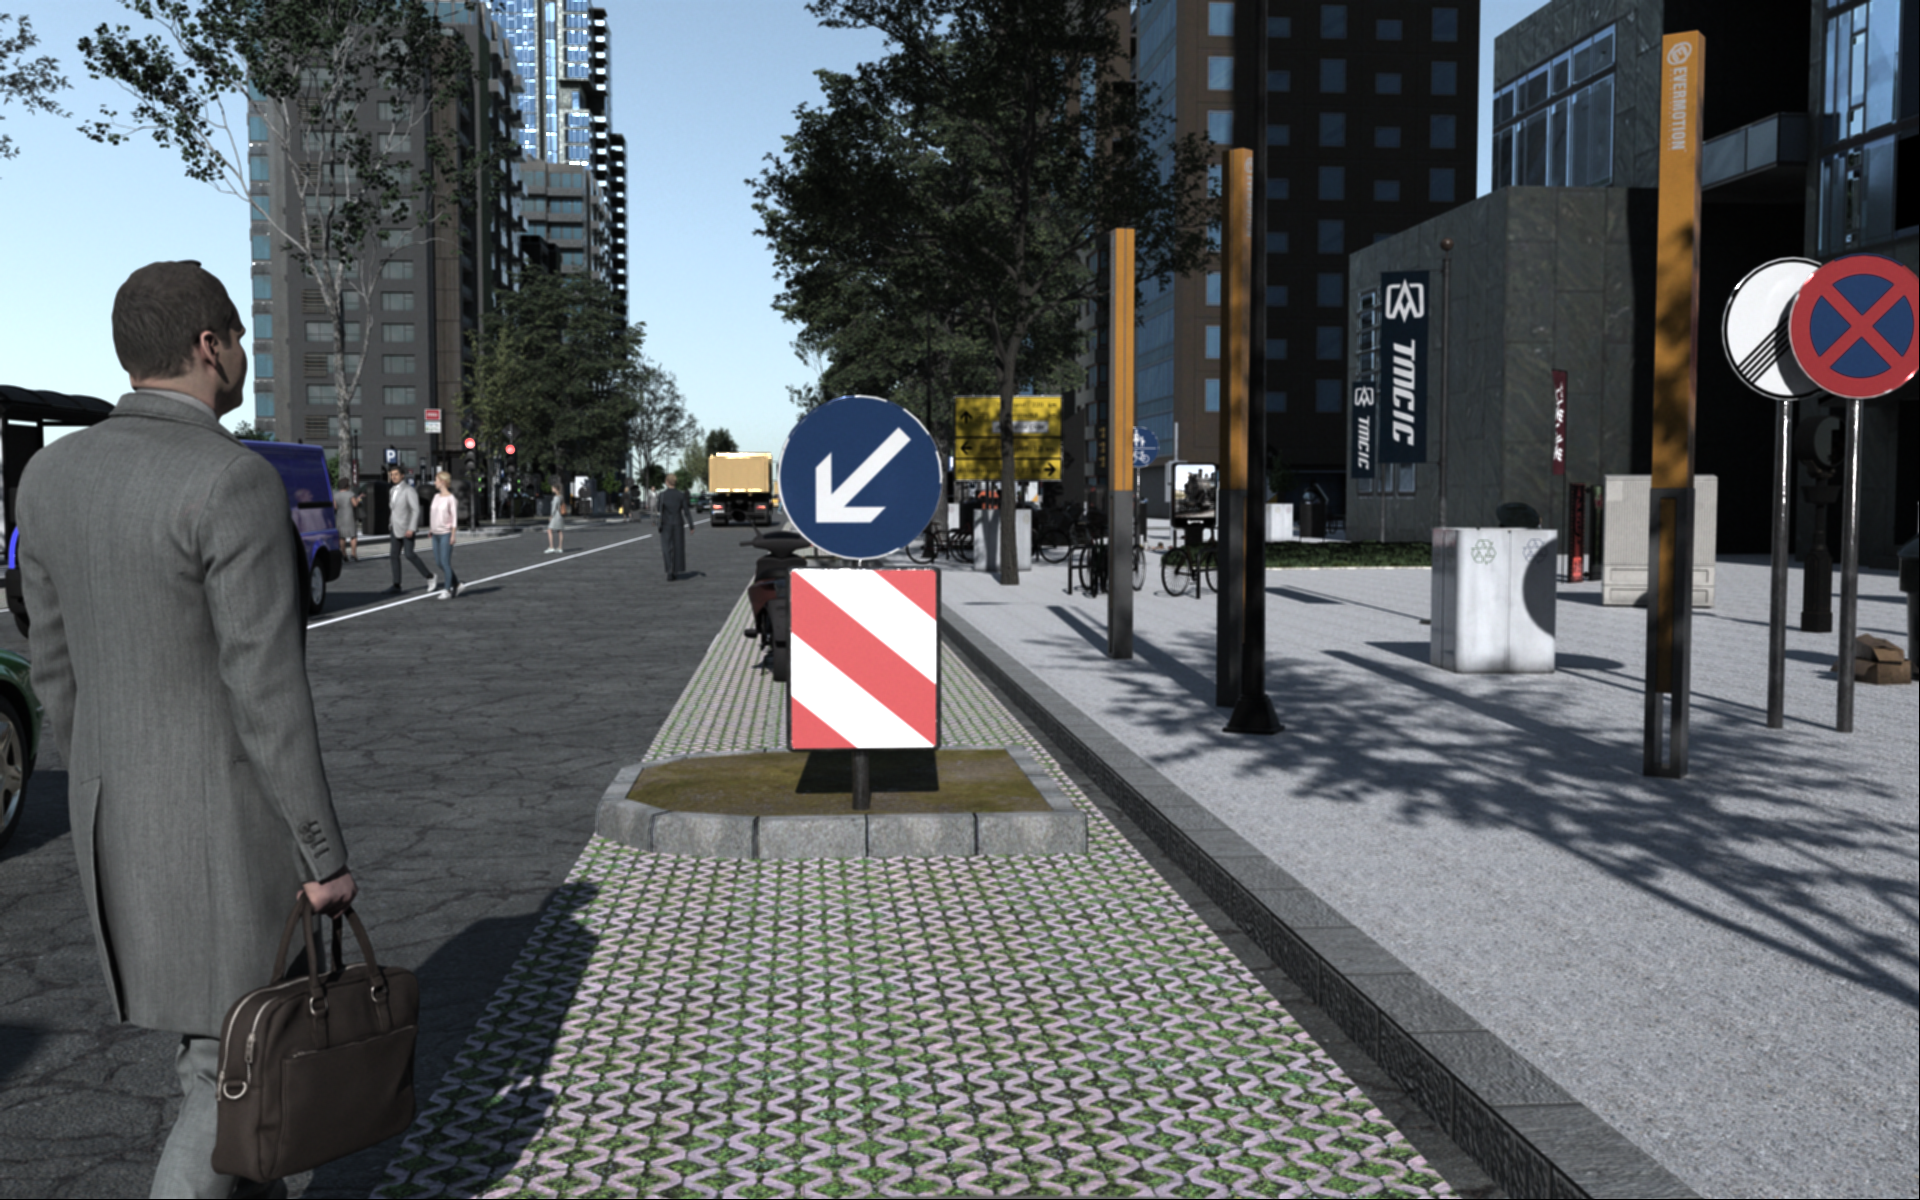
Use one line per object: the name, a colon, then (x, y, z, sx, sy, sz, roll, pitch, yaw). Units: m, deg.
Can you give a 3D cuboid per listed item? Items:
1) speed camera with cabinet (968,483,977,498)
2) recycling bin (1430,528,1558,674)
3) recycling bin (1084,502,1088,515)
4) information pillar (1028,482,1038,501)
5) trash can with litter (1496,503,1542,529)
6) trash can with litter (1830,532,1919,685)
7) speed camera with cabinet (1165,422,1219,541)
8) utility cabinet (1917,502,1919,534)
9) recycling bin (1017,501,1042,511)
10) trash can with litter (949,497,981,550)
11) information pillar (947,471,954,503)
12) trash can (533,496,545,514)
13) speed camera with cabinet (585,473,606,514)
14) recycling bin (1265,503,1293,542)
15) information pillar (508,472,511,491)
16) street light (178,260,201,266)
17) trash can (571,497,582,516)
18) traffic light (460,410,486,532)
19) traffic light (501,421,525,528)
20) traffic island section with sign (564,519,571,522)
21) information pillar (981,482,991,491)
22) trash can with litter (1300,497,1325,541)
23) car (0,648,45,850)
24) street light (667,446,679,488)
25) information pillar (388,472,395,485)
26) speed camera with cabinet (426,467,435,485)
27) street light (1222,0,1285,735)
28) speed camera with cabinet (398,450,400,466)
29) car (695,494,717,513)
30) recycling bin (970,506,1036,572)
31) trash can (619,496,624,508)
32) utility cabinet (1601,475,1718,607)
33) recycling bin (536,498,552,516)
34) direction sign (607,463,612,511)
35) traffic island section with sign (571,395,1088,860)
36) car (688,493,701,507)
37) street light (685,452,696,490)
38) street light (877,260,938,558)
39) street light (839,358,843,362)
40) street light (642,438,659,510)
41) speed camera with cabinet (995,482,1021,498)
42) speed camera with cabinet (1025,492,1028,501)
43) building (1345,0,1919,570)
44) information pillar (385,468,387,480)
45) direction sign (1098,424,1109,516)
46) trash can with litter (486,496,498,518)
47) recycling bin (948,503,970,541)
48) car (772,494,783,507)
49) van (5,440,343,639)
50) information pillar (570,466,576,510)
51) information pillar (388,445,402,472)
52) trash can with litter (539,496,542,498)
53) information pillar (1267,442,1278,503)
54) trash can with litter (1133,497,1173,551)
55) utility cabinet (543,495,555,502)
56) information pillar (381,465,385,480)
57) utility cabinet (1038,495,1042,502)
speed camera with cabinet: (1.384, -8.969, 140.976, 0.660, 3.252, 2.038, -2, 4, -32)
recycling bin: (3.900, -0.008, 12.693, 0.722, 1.027, 0.722, 0, 4, -1)
recycling bin: (3.796, -2.707, 56.808, 0.722, 1.027, 0.722, 1, 4, 9)
information pillar: (2.809, -4.636, 67.149, 0.504, 3.616, 0.183, -3, 5, -41)
trash can with litter: (7.240, -0.661, 22.193, 0.624, 1.170, 1.055, 0, 4, 5)
trash can with litter: (6.555, -0.024, 11.780, 1.055, 1.170, 0.624, -1, 4, -14)
speed camera with cabinet: (6.555, -3.252, 47.504, 0.660, 3.252, 2.038, -3, 5, -39)
utility cabinet: (11.425, -0.517, 19.611, 0.306, 1.237, 1.020, -3, 5, -41)
recycling bin: (2.525, -2.846, 59.081, 0.722, 1.027, 0.722, 3, 5, 41)
trash can with litter: (0.575, -1.759, 39.816, 2.233, 1.210, 1.678, 1, 4, 19)
information pillar: (-0.377, -3.160, 56.161, 0.304, 2.012, 0.304, -2, 4, -27)
trash can: (-25.588, -5.730, 105.346, 0.748, 1.137, 0.748, 0, 3, 0)
speed camera with cabinet: (-23.093, -7.049, 109.579, 0.660, 3.252, 2.038, 1, 4, 11)
recycling bin: (8.414, -2.065, 46.314, 0.722, 1.027, 0.722, -2, 4, -27)
information pillar: (-29.190, -7.429, 112.816, 0.504, 3.616, 0.183, 1, 4, 13)
street light: (-15.750, -3.787, 34.465, 1.470, 5.913, 1.316, 0, 4, -5)
trash can: (-22.383, -5.470, 101.083, 0.748, 1.137, 0.748, 0, 3, 0)
traffic light: (-16.391, -4.240, 58.247, 0.839, 4.253, 0.868, 0, 4, -5)
traffic light: (-17.106, -4.727, 66.200, 0.839, 4.253, 0.868, 0, 4, -5)
traffic island section with sign: (-19.145, -4.881, 88.435, 1.989, 1.847, 2.006, 0, 4, -5)
information pillar: (1.068, -4.721, 68.548, 0.504, 3.616, 0.183, 3, 4, 39)
trash can with litter: (7.984, -1.606, 37.314, 2.233, 1.210, 1.678, 1, 4, 12)
car: (-4.550, 0.211, 5.339, 1.959, 1.807, 4.718, 0, 4, -5)
street light: (-27.727, -11.924, 167.497, 1.470, 5.913, 1.316, 0, 4, -5)
information pillar: (-18.995, -3.279, 58.106, 0.304, 2.012, 0.304, -1, 4, -18)
speed camera with cabinet: (-38.654, -8.074, 126.339, 0.660, 3.252, 2.038, -1, 4, -19)
street light: (1.054, -2.240, 9.173, 1.470, 5.913, 1.316, 0, 4, -5)
speed camera with cabinet: (-25.219, -5.057, 77.011, 0.660, 3.252, 2.038, 1, 4, 21)
car: (-18.977, -7.405, 130.853, 2.009, 1.686, 4.222, 0, 4, -5)
recycling bin: (0.712, -1.002, 28.930, 0.722, 1.027, 0.722, 3, 5, 40)
trash can: (-24.626, -7.053, 126.963, 0.748, 1.137, 0.748, 0, 3, 0)
utility cabinet: (7.925, -0.671, 19.651, 1.173, 1.500, 0.318, 1, 4, 16)
recycling bin: (-24.608, -5.497, 102.429, 0.722, 1.027, 0.722, -2, 4, -31)
direction sign: (-25.185, -8.106, 124.537, 0.379, 3.537, 0.876, -2, 4, -32)
traffic island section with sign: (-0.569, 0.056, 7.710, 1.989, 1.847, 2.006, 0, 4, -5)
car: (-26.419, -10.015, 172.534, 1.959, 1.807, 4.718, 0, 4, -5)
street light: (-29.966, -13.463, 192.666, 1.470, 5.913, 1.316, 0, 4, -5)
street light: (-1.161, -3.793, 34.564, 1.470, 5.913, 1.316, 0, 4, -5)
street light: (-3.501, -5.313, 59.405, 1.470, 5.913, 1.316, 0, 4, -5)
street light: (-25.375, -10.378, 142.215, 1.470, 5.913, 1.316, 0, 4, -5)
speed camera with cabinet: (3.792, -8.669, 136.077, 2.038, 3.252, 0.660, 2, 4, 27)
speed camera with cabinet: (4.438, -8.912, 140.046, 2.038, 3.252, 0.660, -1, 4, -15)
building: (22.963, -43.870, 29.954, 22.319, 86.520, 31.000, 0, 4, -5)
information pillar: (-37.370, -7.502, 114.016, 0.504, 3.616, 0.183, -1, 4, -14)
direction sign: (4.756, -3.896, 55.690, 0.379, 3.537, 0.876, -3, 4, -39)
trash can with litter: (-24.927, -4.922, 91.863, 0.624, 1.170, 1.055, -3, 5, -42)
recycling bin: (0.104, -2.137, 47.499, 0.722, 1.027, 0.722, 2, 4, 30)
car: (-18.243, -9.927, 172.525, 2.015, 1.641, 3.980, 0, 4, -5)
van: (-8.469, -0.892, 18.965, 2.240, 2.365, 5.245, 0, 4, -4)
information pillar: (-27.201, -7.975, 121.743, 0.183, 3.616, 0.504, 1, 4, 19)
information pillar: (-26.545, -5.517, 81.558, 0.504, 3.616, 0.183, -1, 4, -13)
trash can with litter: (-27.039, -6.038, 110.111, 1.055, 1.170, 0.624, 0, 4, -5)
information pillar: (14.025, -5.295, 77.920, 0.504, 3.616, 0.183, 1, 4, 9)
trash can with litter: (4.456, -1.784, 40.230, 1.678, 1.210, 2.233, 2, 4, 31)
utility cabinet: (-26.142, -6.056, 110.170, 0.306, 1.237, 1.020, 1, 4, 16)
information pillar: (-45.650, -8.929, 137.342, 0.183, 3.616, 0.504, 3, 5, 42)
utility cabinet: (5.090, -5.853, 106.854, 0.306, 1.237, 1.020, 2, 4, 33)
